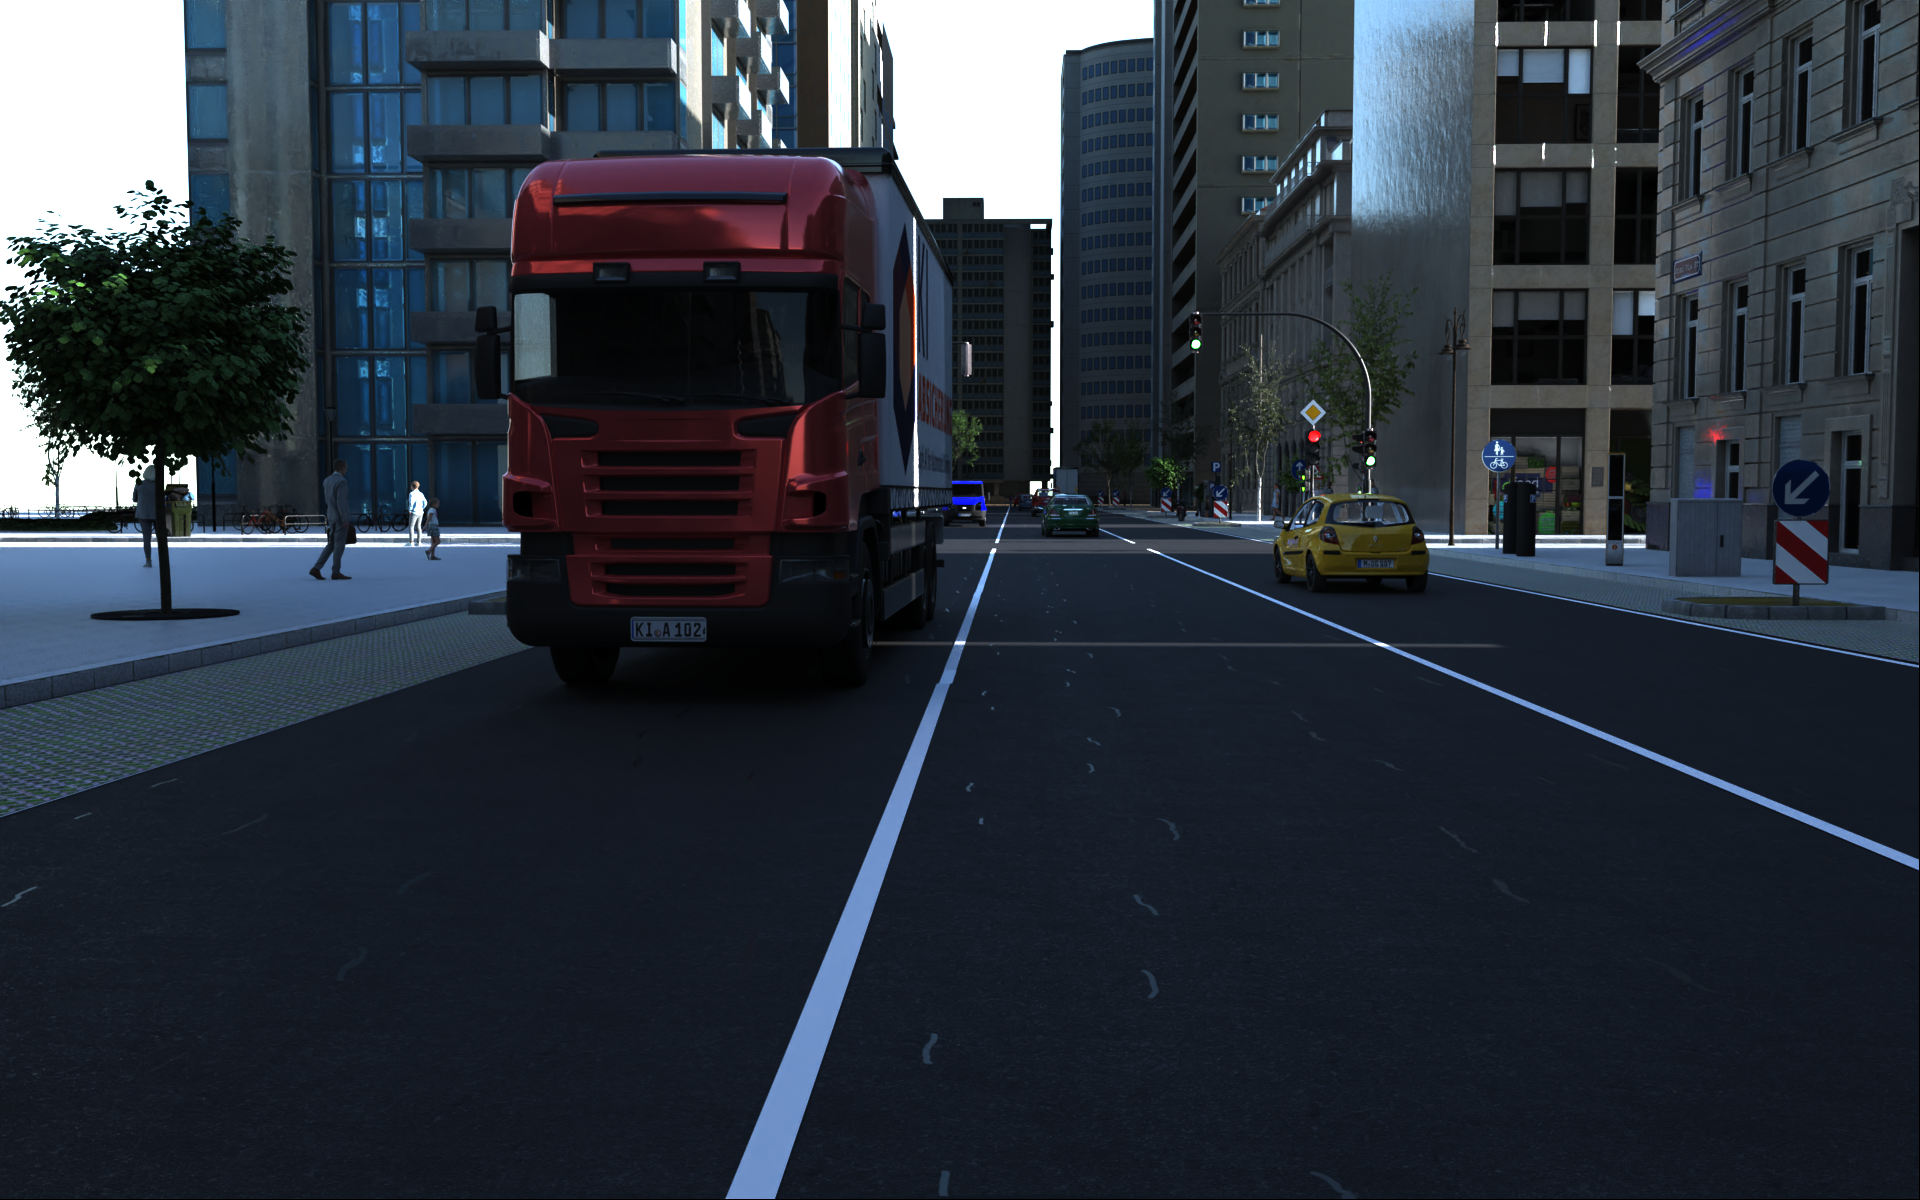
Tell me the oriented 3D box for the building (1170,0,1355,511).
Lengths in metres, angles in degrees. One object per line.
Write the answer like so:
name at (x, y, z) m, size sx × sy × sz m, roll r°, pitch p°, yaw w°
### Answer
building at (28.451, -31.439, 137.733) m, size 21.300 × 48.544 × 21.600 m, roll 0°, pitch 4°, yaw 2°

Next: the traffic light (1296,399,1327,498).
traffic light at (10.428, -3.821, 51.390) m, size 0.839 × 4.253 × 0.868 m, roll 0°, pitch 4°, yaw 2°

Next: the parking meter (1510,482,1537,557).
parking meter at (11.665, -1.667, 35.669) m, size 0.372 × 1.533 × 0.369 m, roll 0°, pitch 3°, yaw 0°

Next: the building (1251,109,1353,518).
building at (23.812, -15.335, 92.531) m, size 13.314 × 21.916 × 24.055 m, roll 0°, pitch 4°, yaw 2°

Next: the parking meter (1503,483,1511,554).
parking meter at (11.881, -1.764, 37.253) m, size 0.372 × 1.533 × 0.369 m, roll 0°, pitch 3°, yaw 0°

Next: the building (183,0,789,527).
building at (-20.005, -28.142, 79.723) m, size 23.786 × 49.044 × 30.456 m, roll 0°, pitch 4°, yaw 2°

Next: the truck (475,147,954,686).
truck at (-1.643, -1.680, 16.383) m, size 2.839 × 4.237 × 11.283 m, roll 0°, pitch 4°, yaw 3°

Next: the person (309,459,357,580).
person at (-9.337, -1.213, 26.004) m, size 0.709 × 1.813 × 0.853 m, roll 3°, pitch 4°, yaw 38°

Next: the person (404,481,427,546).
person at (-13.482, -2.143, 42.898) m, size 0.330 × 1.601 × 0.589 m, roll 2°, pitch 4°, yaw 35°

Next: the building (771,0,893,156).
building at (-13.572, -31.294, 161.767) m, size 14.600 × 45.320 × 14.200 m, roll 0°, pitch 4°, yaw 2°

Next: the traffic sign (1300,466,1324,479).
traffic sign at (12.738, -3.832, 62.659) m, size 0.884 × 2.594 × 0.081 m, roll 0°, pitch 4°, yaw 6°

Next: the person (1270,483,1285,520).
person at (15.329, -4.738, 83.610) m, size 0.778 × 1.811 × 0.616 m, roll 2°, pitch 4°, yaw 28°

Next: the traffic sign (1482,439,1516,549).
traffic sign at (12.511, -2.456, 40.263) m, size 0.768 × 2.556 × 0.104 m, roll 1°, pitch 4°, yaw 11°

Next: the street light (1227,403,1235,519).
street light at (13.707, -7.022, 87.591) m, size 0.468 × 5.910 × 1.993 m, roll 0°, pitch 4°, yaw 2°

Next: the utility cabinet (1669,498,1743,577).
utility cabinet at (11.618, -0.968, 26.981) m, size 1.020 × 1.237 × 0.306 m, roll 0°, pitch 4°, yaw -1°

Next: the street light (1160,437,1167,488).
street light at (14.739, -9.328, 125.303) m, size 0.468 × 5.910 × 1.993 m, roll 0°, pitch 4°, yaw 2°

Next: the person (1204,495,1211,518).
person at (13.339, -5.049, 93.266) m, size 0.373 × 1.253 × 0.362 m, roll -1°, pitch 4°, yaw -12°

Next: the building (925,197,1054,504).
building at (0.393, -32.896, 229.728) m, size 23.993 × 40.220 × 32.217 m, roll 0°, pitch 4°, yaw 2°

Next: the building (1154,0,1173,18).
building at (30.884, -39.223, 183.290) m, size 21.231 × 58.520 × 28.212 m, roll 0°, pitch 4°, yaw 2°

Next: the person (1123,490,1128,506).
person at (18.498, -11.428, 193.617) m, size 0.721 × 1.743 × 1.217 m, roll 2°, pitch 4°, yaw 25°

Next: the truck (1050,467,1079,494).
truck at (11.206, -11.987, 184.893) m, size 2.839 × 4.237 × 11.283 m, roll 0°, pitch 4°, yaw 1°

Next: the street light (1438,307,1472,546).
street light at (12.243, -4.293, 42.980) m, size 0.468 × 5.910 × 1.993 m, roll 0°, pitch 4°, yaw 2°

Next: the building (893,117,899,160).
building at (-19.887, -32.654, 188.517) m, size 28.867 × 44.769 × 22.147 m, roll 0°, pitch 4°, yaw 2°

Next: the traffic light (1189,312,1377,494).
traffic light at (8.084, -4.200, 43.333) m, size 4.771 × 5.953 × 1.251 m, roll 0°, pitch 4°, yaw 2°

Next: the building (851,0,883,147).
building at (-20.417, -33.730, 140.731) m, size 28.713 × 52.752 × 27.495 m, roll 0°, pitch 4°, yaw 2°

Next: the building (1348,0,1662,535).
building at (33.103, -15.776, 62.459) m, size 34.151 × 26.468 × 19.350 m, roll 0°, pitch 4°, yaw 2°

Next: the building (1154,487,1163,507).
building at (29.061, -44.057, 158.583) m, size 20.563 × 71.187 × 20.611 m, roll 0°, pitch 4°, yaw 2°

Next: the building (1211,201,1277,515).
building at (23.642, -17.069, 115.236) m, size 11.583 × 22.565 × 21.152 m, roll 0°, pitch 4°, yaw 2°

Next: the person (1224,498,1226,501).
person at (15.967, -6.078, 105.597) m, size 0.721 × 1.800 × 0.419 m, roll 2°, pitch 4°, yaw 29°

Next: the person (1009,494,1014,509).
person at (5.052, -9.706, 170.415) m, size 0.599 × 1.433 × 0.991 m, roll -1°, pitch 4°, yaw -20°

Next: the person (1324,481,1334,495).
person at (14.835, -3.850, 69.261) m, size 0.573 × 1.790 × 0.520 m, roll -3°, pitch 5°, yaw -41°

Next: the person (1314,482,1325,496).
person at (14.104, -3.708, 67.345) m, size 0.731 × 1.740 × 0.598 m, roll -2°, pitch 4°, yaw -34°

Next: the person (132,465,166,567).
person at (-14.266, -1.484, 30.493) m, size 0.537 × 1.800 × 0.526 m, roll -1°, pitch 4°, yaw -15°

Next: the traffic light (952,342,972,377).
traffic light at (-2.033, -4.718, 51.799) m, size 4.771 × 5.953 × 1.251 m, roll 0°, pitch 4°, yaw 2°

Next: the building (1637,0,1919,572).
building at (21.170, -14.058, 27.111) m, size 12.463 × 27.353 × 25.104 m, roll 0°, pitch 4°, yaw 2°

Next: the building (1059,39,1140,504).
building at (27.162, -41.595, 222.075) m, size 28.212 × 58.520 × 21.231 m, roll 0°, pitch 4°, yaw 2°

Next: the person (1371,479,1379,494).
person at (15.601, -3.660, 65.736) m, size 0.661 × 1.843 × 0.795 m, roll 0°, pitch 4°, yaw -4°

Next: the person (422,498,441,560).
person at (-10.299, -1.383, 33.671) m, size 0.382 × 1.210 × 0.505 m, roll -2°, pitch 4°, yaw -23°

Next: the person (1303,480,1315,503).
person at (14.089, -3.917, 69.959) m, size 0.514 × 1.842 × 0.818 m, roll 1°, pitch 4°, yaw 20°

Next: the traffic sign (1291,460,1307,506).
traffic sign at (12.602, -3.910, 64.033) m, size 0.768 × 2.556 × 0.104 m, roll 0°, pitch 4°, yaw 2°
